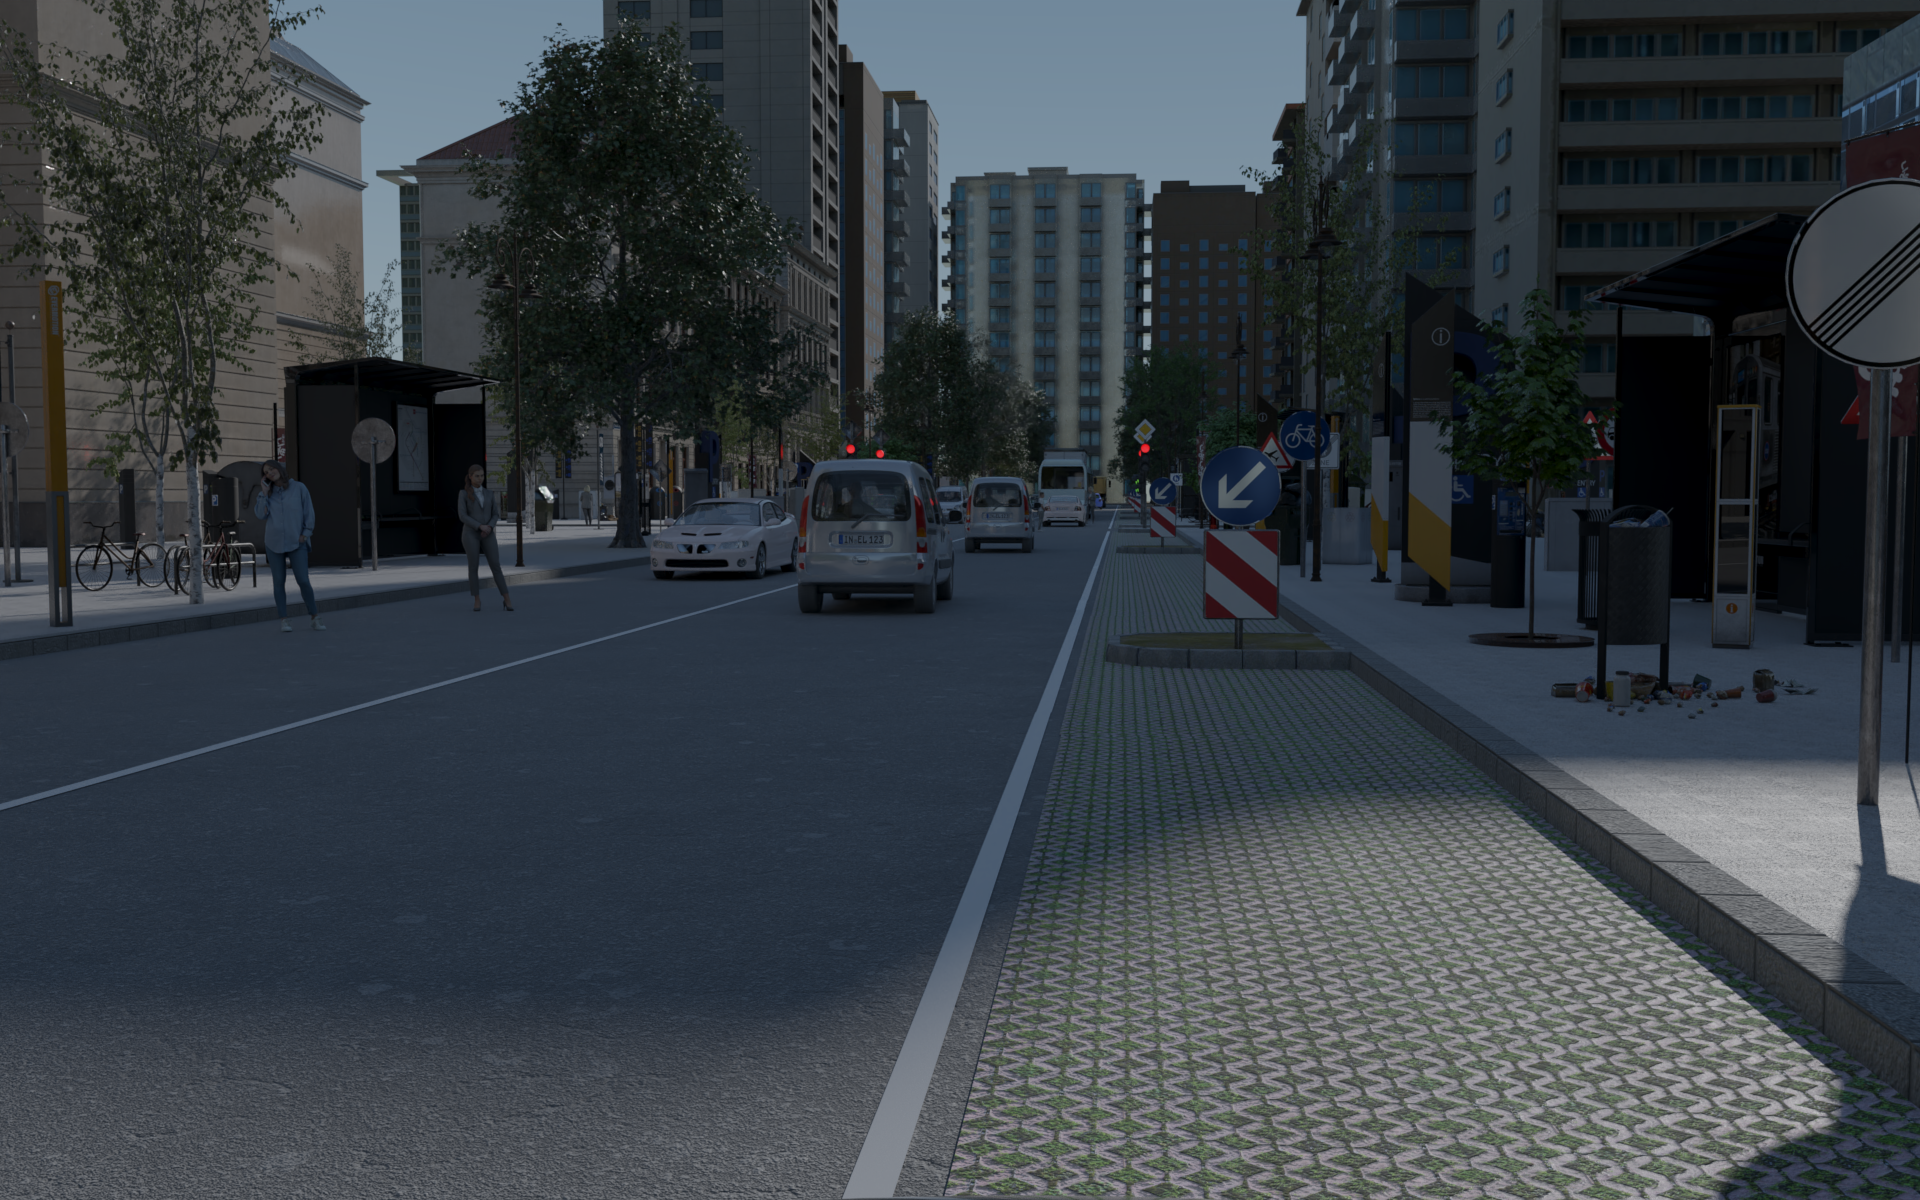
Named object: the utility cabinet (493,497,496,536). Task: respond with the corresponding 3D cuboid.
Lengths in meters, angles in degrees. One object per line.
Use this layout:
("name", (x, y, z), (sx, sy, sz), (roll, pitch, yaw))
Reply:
("utility cabinet", (-13.972, -2.468, 51.517), (0.306, 1.237, 1.020), (-1, 4, -18))

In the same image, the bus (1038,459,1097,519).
("bus", (6.112, -6.309, 98.011), (2.948, 3.499, 13.247), (0, 4, 6))

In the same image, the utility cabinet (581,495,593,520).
("utility cabinet", (-18.425, -4.543, 85.440), (0.306, 1.237, 1.020), (-2, 4, -29))

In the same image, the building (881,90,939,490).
("building", (-17.482, -43.730, 256.987), (28.212, 58.520, 21.231), (0, 4, 5))

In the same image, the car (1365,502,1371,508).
("car", (16.489, -3.347, 67.298), (3.894, 1.354, 1.945), (0, 4, 5))

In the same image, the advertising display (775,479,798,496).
("advertising display", (-7.465, -4.240, 74.542), (0.974, 1.923, 0.123), (-1, 4, -9))

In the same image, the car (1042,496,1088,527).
("car", (4.649, -3.962, 77.145), (2.083, 1.381, 4.827), (0, 4, 5))

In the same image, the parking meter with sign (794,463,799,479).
("parking meter with sign", (-9.483, -6.193, 97.519), (0.543, 3.016, 1.738), (-1, 4, -16))

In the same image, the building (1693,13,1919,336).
("building", (30.575, -43.913, 30.652), (22.319, 86.520, 31.000), (0, 4, 5))

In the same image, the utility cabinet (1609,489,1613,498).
("utility cabinet", (30.934, -4.461, 81.622), (0.318, 1.500, 1.173), (3, 5, 39))

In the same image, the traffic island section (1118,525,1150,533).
("traffic island section", (6.927, -2.599, 64.772), (2.009, 0.180, 2.903), (0, 4, 5))

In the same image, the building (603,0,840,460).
("building", (-19.828, -44.126, 159.712), (20.563, 71.187, 20.611), (0, 4, 5))

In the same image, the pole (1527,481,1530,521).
("pole", (26.083, -5.246, 79.621), (0.158, 3.312, 0.155), (0, 3, 0))

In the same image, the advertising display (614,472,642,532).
("advertising display", (-9.650, -2.764, 50.401), (0.974, 1.923, 0.123), (2, 4, 32))

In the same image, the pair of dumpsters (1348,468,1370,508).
("pair of dumpsters", (12.768, -3.421, 58.429), (1.574, 2.255, 4.437), (0, 4, 6))

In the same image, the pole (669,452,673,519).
("pole", (-12.711, -5.031, 76.096), (0.158, 3.312, 0.155), (0, 3, 0))

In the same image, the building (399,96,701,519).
("building", (-21.982, -16.084, 99.134), (11.583, 22.565, 21.152), (0, 4, 5))

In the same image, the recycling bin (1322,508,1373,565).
("recycling bin", (7.115, -1.176, 31.786), (0.722, 1.027, 0.722), (2, 4, 34))

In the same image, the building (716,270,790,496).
("building", (-18.740, -15.609, 119.829), (10.561, 19.102, 19.286), (0, 4, 5))

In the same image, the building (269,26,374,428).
("building", (-45.563, -19.061, 97.558), (20.117, 28.700, 13.634), (0, 4, 5))

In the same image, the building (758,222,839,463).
("building", (-16.783, -18.978, 139.175), (11.050, 23.489, 19.941), (0, 4, 5))

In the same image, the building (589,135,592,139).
("building", (-45.492, -43.943, 260.462), (28.212, 58.520, 21.231), (0, 4, 5))

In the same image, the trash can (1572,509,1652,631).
("trash can", (6.167, -0.289, 16.380), (0.748, 1.137, 0.748), (0, 3, 0))

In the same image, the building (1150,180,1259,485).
("building", (34.720, -36.667, 249.620), (14.200, 45.320, 14.600), (0, 4, 5))

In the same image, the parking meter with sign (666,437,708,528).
("parking meter with sign", (-7.829, -3.373, 51.414), (1.738, 3.016, 0.543), (-1, 4, -12))

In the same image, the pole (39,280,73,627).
("pole", (-8.708, -1.397, 16.681), (0.158, 3.312, 0.155), (0, 3, 0))

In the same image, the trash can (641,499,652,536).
("trash can", (-9.781, -2.535, 53.096), (0.748, 1.137, 0.748), (0, 3, 0))

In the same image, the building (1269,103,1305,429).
("building", (45.948, -32.833, 191.437), (22.147, 44.769, 28.867), (0, 4, 5))

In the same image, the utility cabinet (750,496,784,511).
("utility cabinet", (-5.990, -2.608, 53.803), (1.020, 1.237, 0.306), (-1, 4, -21))

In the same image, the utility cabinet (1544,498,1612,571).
("utility cabinet", (10.289, -1.082, 28.858), (1.020, 1.237, 0.306), (0, 4, 7))

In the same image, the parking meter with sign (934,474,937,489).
("parking meter with sign", (-1.235, -8.890, 141.610), (1.738, 3.016, 0.543), (-1, 4, -18))

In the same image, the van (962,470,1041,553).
("van", (1.024, -2.237, 43.594), (2.013, 2.044, 4.112), (0, 4, 4))

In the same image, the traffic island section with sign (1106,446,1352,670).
("traffic island section with sign", (2.273, -0.391, 15.027), (1.989, 1.847, 2.006), (0, 4, 5))

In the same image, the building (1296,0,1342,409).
("building", (47.089, -35.039, 162.119), (28.713, 52.752, 27.495), (0, 4, 5))

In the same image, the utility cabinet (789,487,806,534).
("utility cabinet", (-5.236, -2.855, 55.362), (0.318, 1.500, 1.173), (-1, 4, -15))

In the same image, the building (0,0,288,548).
("building", (-33.222, -15.310, 47.575), (25.104, 27.353, 12.463), (0, 4, 5))

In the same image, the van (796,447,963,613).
("van", (-1.013, -0.930, 22.212), (2.013, 2.044, 4.112), (0, 4, 4))

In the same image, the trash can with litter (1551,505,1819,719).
("trash can with litter", (4.638, 0.009, 10.917), (2.233, 1.210, 1.678), (-1, 4, -21))

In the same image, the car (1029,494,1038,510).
("car", (6.254, -7.867, 140.422), (2.131, 1.459, 4.920), (0, 4, 4))

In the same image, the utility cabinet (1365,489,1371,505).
("utility cabinet", (19.018, -4.411, 80.792), (0.318, 1.500, 1.173), (-1, 4, -17))

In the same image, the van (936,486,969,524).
("van", (-0.491, -4.731, 84.366), (2.013, 2.044, 4.112), (0, 4, 7))

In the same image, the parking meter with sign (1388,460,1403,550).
("parking meter with sign", (9.940, -2.654, 39.653), (1.738, 3.016, 0.543), (3, 5, 42))

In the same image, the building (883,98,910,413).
("building", (-21.488, -35.528, 200.484), (30.456, 49.044, 23.786), (0, 4, 5))

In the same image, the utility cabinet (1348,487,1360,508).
("utility cabinet", (12.063, -2.800, 54.453), (1.173, 1.500, 0.318), (-2, 4, -35))

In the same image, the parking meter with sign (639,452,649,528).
("parking meter with sign", (-12.197, -4.281, 66.256), (0.543, 3.016, 1.738), (0, 4, 3))

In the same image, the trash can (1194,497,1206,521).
("trash can", (11.672, -4.418, 83.884), (0.748, 1.137, 0.748), (0, 3, 0))

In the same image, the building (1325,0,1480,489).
("building", (37.469, -30.569, 119.416), (23.786, 49.044, 30.456), (0, 4, 5))

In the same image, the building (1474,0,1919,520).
("building", (39.384, -28.685, 92.699), (21.600, 48.544, 21.300), (0, 4, 5))

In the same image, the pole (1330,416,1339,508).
("pole", (9.806, -3.150, 45.347), (0.158, 3.312, 0.155), (0, 3, 0))

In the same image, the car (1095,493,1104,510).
("car", (12.296, -9.195, 159.921), (1.945, 1.707, 3.694), (0, 4, 5))

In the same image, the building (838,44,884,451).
("building", (-15.621, -32.260, 177.558), (14.600, 45.320, 14.200), (0, 4, 5))

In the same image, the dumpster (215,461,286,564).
("dumpster", (-12.323, -1.541, 30.954), (1.264, 1.857, 1.865), (0, 4, 5))

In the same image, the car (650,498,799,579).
("car", (-4.078, -1.122, 30.703), (2.083, 1.381, 4.827), (0, 4, 6))

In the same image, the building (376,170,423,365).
("building", (-49.035, -31.053, 199.600), (23.993, 40.220, 32.217), (0, 4, 5))

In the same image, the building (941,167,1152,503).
("building", (12.914, -38.931, 256.125), (30.456, 49.044, 23.786), (0, 4, 5))

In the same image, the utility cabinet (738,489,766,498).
("utility cabinet", (-8.943, -4.018, 74.378), (1.173, 1.500, 0.318), (-1, 4, -17))

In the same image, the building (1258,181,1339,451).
("building", (49.287, -36.681, 249.843), (14.200, 45.320, 14.600), (0, 4, 5))
